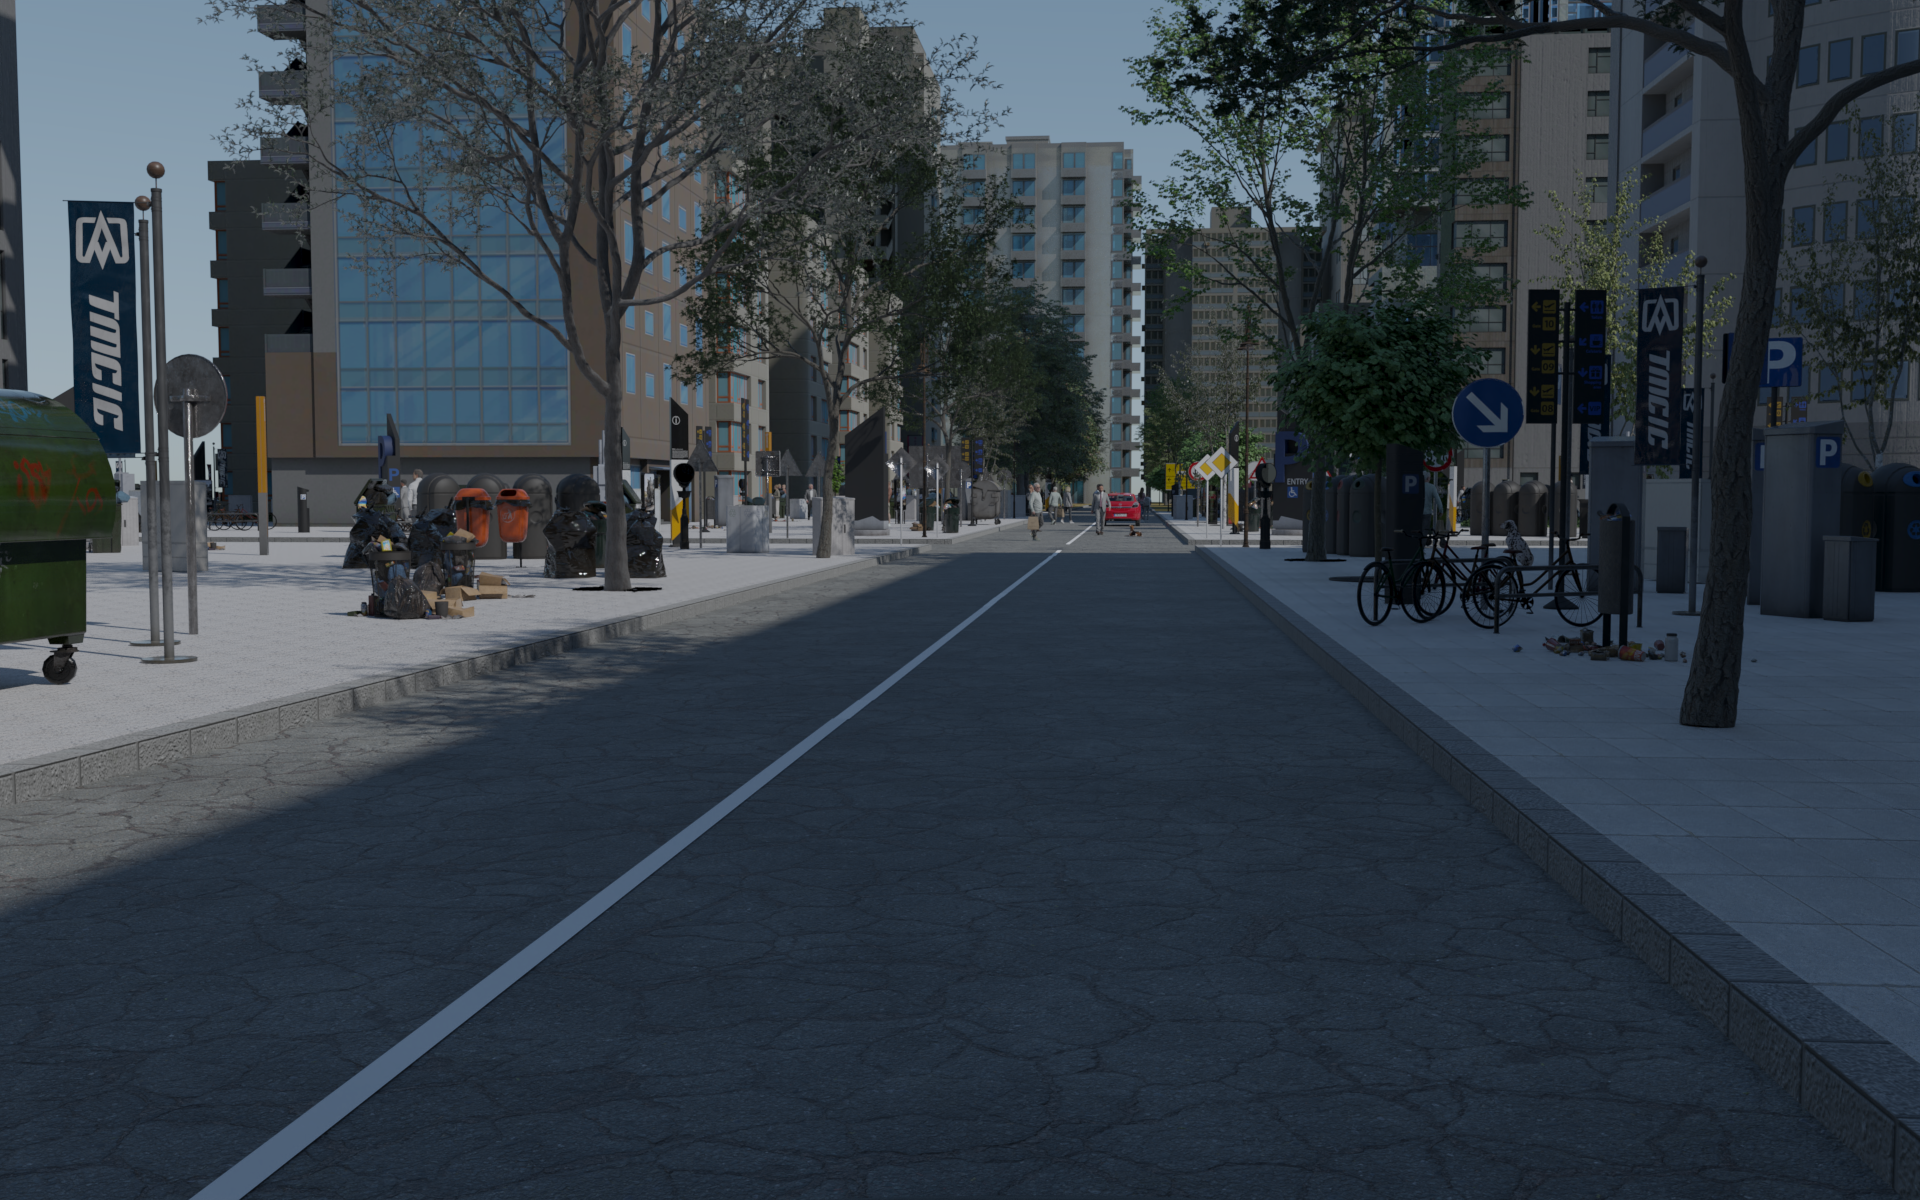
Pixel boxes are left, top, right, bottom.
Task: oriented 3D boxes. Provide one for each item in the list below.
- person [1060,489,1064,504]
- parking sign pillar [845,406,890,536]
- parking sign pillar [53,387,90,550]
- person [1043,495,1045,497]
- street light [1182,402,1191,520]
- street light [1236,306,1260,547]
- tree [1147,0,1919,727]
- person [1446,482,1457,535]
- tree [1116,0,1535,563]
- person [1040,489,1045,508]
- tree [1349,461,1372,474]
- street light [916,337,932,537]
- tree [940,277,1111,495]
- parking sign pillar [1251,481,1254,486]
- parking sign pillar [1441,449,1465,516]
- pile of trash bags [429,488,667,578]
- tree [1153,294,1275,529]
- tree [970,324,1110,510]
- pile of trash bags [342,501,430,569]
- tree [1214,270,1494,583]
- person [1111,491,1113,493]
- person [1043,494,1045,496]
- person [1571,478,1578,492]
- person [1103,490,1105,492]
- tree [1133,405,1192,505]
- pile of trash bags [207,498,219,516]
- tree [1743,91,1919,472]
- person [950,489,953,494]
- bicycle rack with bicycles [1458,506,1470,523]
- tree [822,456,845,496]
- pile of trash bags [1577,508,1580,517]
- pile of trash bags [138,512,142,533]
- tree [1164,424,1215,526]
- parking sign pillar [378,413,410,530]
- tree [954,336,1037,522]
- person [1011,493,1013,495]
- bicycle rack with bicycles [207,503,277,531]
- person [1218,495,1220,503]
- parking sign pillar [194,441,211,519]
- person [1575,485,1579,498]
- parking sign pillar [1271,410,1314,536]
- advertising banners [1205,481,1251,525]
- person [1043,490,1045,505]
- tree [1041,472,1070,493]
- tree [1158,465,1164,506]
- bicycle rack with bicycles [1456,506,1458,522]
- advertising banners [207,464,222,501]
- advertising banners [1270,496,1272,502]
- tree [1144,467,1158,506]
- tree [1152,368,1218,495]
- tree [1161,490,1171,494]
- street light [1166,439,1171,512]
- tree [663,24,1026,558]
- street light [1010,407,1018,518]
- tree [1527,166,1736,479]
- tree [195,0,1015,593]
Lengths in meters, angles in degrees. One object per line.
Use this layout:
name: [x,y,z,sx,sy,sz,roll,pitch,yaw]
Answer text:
person: [10.608,-10.614,179.669,0.705,1.812,1.348,0,4,1]
parking sign pillar: [-2.893,-3.987,53.667,1.447,3.967,1.447,1,4,18]
parking sign pillar: [-20.816,-3.153,40.029,1.447,3.967,1.447,-2,4,-28]
person: [9.518,-10.977,186.236,1.217,1.735,0.721,0,4,5]
street light: [11.119,-6.856,84.890,0.468,5.910,1.993,0,4,6]
street light: [6.913,-4.216,41.716,0.468,5.910,1.993,0,4,6]
tree: [4.389,-4.564,9.039,7.601,10.594,8.767,3,5,43]
person: [15.396,-2.975,54.884,0.606,1.804,0.583,0,4,1]
tree: [6.714,-6.529,32.509,9.928,11.665,9.643,0,3,0]
person: [7.557,-9.411,160.633,1.217,1.735,0.721,1,4,17]
tree: [26.353,-9.922,112.593,4.360,8.622,3.978,0,3,0]
street light: [-1.052,-4.791,51.126,0.468,5.910,1.993,0,4,6]
tree: [3.414,-11.848,100.374,9.857,13.997,8.962,0,3,0]
parking sign pillar: [17.041,-6.922,101.652,1.447,3.967,1.447,-2,4,-29]
parking sign pillar: [29.295,-7.007,103.044,1.447,3.967,1.447,1,4,10]
pile of trash bags: [-6.241,-1.063,27.127,3.447,1.369,1.912,0,4,2]
tree: [9.531,-6.932,63.694,4.360,8.622,3.978,0,3,0]
tree: [4.469,-12.089,114.660,9.611,12.733,9.660,0,3,0]
pile of trash bags: [-9.078,-1.254,30.254,3.447,1.369,1.912,1,4,13]
tree: [6.203,-2.566,25.671,4.285,4.588,4.351,0,3,0]
person: [17.609,-11.634,199.438,1.217,1.743,0.721,-2,4,-24]
person: [9.208,-10.699,181.496,1.217,1.766,0.721,0,4,-5]
person: [21.704,-3.454,61.879,0.648,1.900,0.474,-1,4,-13]
person: [13.167,-9.156,158.334,0.705,1.807,1.348,-3,4,-37]
tree: [23.861,-17.216,199.615,7.486,12.596,7.792,0,3,0]
pile of trash bags: [-42.523,-5.476,99.281,1.912,1.369,3.447,1,4,10]
tree: [16.675,-4.964,31.528,4.360,8.622,3.978,0,3,0]
person: [-1.013,-9.730,165.138,0.705,1.823,1.348,3,5,44]
bicycle rack with bicycles: [22.152,-3.885,76.907,2.925,0.926,2.852,-2,4,-31]
tree: [-6.138,-5.675,87.391,1.663,3.219,1.824,0,3,0]
pile of trash bags: [32.866,-5.103,93.193,3.447,1.369,1.912,1,4,10]
pile of trash bags: [-27.897,-2.839,56.164,1.912,1.369,3.447,0,4,-3]
tree: [10.923,-5.285,70.129,4.285,4.588,4.351,0,3,0]
parking sign pillar: [-18.881,-4.213,57.354,1.447,3.967,1.447,-2,4,-30]
tree: [1.149,-7.863,78.921,4.360,8.622,3.978,0,3,0]
person: [4.891,-9.533,165.137,0.599,1.433,0.991,1,4,16]
bicycle rack with bicycles: [-25.698,-2.906,60.894,2.925,0.926,2.852,-1,4,-16]
person: [14.429,-5.230,96.244,0.352,1.250,0.332,3,5,41]
parking sign pillar: [-38.556,-6.055,87.473,1.447,3.967,1.447,0,4,-1]
person: [32.200,-5.140,90.637,0.362,1.759,0.519,1,4,9]
parking sign pillar: [10.412,-3.994,53.771,1.447,3.967,1.447,2,4,34]
advertising banners: [11.335,-4.688,72.842,2.074,3.025,0.090,1,4,19]
person: [9.680,-11.649,196.584,0.705,1.814,1.350,-2,4,-34]
tree: [7.075,-11.285,134.868,4.737,8.622,4.395,0,3,0]
tree: [11.420,-5.771,78.074,4.285,4.588,4.351,0,3,0]
bicycle rack with bicycles: [16.275,-3.104,64.137,2.925,0.926,2.852,-3,5,-40]
advertising banners: [-43.625,-6.448,101.610,0.090,3.025,2.074,0,4,6]
advertising banners: [22.137,-7.787,123.502,2.074,3.025,0.090,-2,4,-34]
tree: [21.856,-12.553,188.954,4.285,4.588,4.351,0,3,0]
tree: [13.137,-9.268,101.895,4.737,8.622,4.395,0,3,0]
tree: [23.162,-12.255,194.963,1.663,3.219,1.824,0,3,0]
street light: [14.928,-9.244,123.921,0.468,5.910,1.993,0,4,6]
tree: [-2.432,-6.105,34.229,7.601,10.594,8.767,2,4,24]
street light: [2.851,-7.227,90.952,0.468,5.910,1.993,0,4,6]
tree: [14.857,-5.429,39.132,4.737,8.622,4.395,0,3,0]
tree: [-4.654,-6.856,22.474,12.009,13.543,11.850,0,3,0]
